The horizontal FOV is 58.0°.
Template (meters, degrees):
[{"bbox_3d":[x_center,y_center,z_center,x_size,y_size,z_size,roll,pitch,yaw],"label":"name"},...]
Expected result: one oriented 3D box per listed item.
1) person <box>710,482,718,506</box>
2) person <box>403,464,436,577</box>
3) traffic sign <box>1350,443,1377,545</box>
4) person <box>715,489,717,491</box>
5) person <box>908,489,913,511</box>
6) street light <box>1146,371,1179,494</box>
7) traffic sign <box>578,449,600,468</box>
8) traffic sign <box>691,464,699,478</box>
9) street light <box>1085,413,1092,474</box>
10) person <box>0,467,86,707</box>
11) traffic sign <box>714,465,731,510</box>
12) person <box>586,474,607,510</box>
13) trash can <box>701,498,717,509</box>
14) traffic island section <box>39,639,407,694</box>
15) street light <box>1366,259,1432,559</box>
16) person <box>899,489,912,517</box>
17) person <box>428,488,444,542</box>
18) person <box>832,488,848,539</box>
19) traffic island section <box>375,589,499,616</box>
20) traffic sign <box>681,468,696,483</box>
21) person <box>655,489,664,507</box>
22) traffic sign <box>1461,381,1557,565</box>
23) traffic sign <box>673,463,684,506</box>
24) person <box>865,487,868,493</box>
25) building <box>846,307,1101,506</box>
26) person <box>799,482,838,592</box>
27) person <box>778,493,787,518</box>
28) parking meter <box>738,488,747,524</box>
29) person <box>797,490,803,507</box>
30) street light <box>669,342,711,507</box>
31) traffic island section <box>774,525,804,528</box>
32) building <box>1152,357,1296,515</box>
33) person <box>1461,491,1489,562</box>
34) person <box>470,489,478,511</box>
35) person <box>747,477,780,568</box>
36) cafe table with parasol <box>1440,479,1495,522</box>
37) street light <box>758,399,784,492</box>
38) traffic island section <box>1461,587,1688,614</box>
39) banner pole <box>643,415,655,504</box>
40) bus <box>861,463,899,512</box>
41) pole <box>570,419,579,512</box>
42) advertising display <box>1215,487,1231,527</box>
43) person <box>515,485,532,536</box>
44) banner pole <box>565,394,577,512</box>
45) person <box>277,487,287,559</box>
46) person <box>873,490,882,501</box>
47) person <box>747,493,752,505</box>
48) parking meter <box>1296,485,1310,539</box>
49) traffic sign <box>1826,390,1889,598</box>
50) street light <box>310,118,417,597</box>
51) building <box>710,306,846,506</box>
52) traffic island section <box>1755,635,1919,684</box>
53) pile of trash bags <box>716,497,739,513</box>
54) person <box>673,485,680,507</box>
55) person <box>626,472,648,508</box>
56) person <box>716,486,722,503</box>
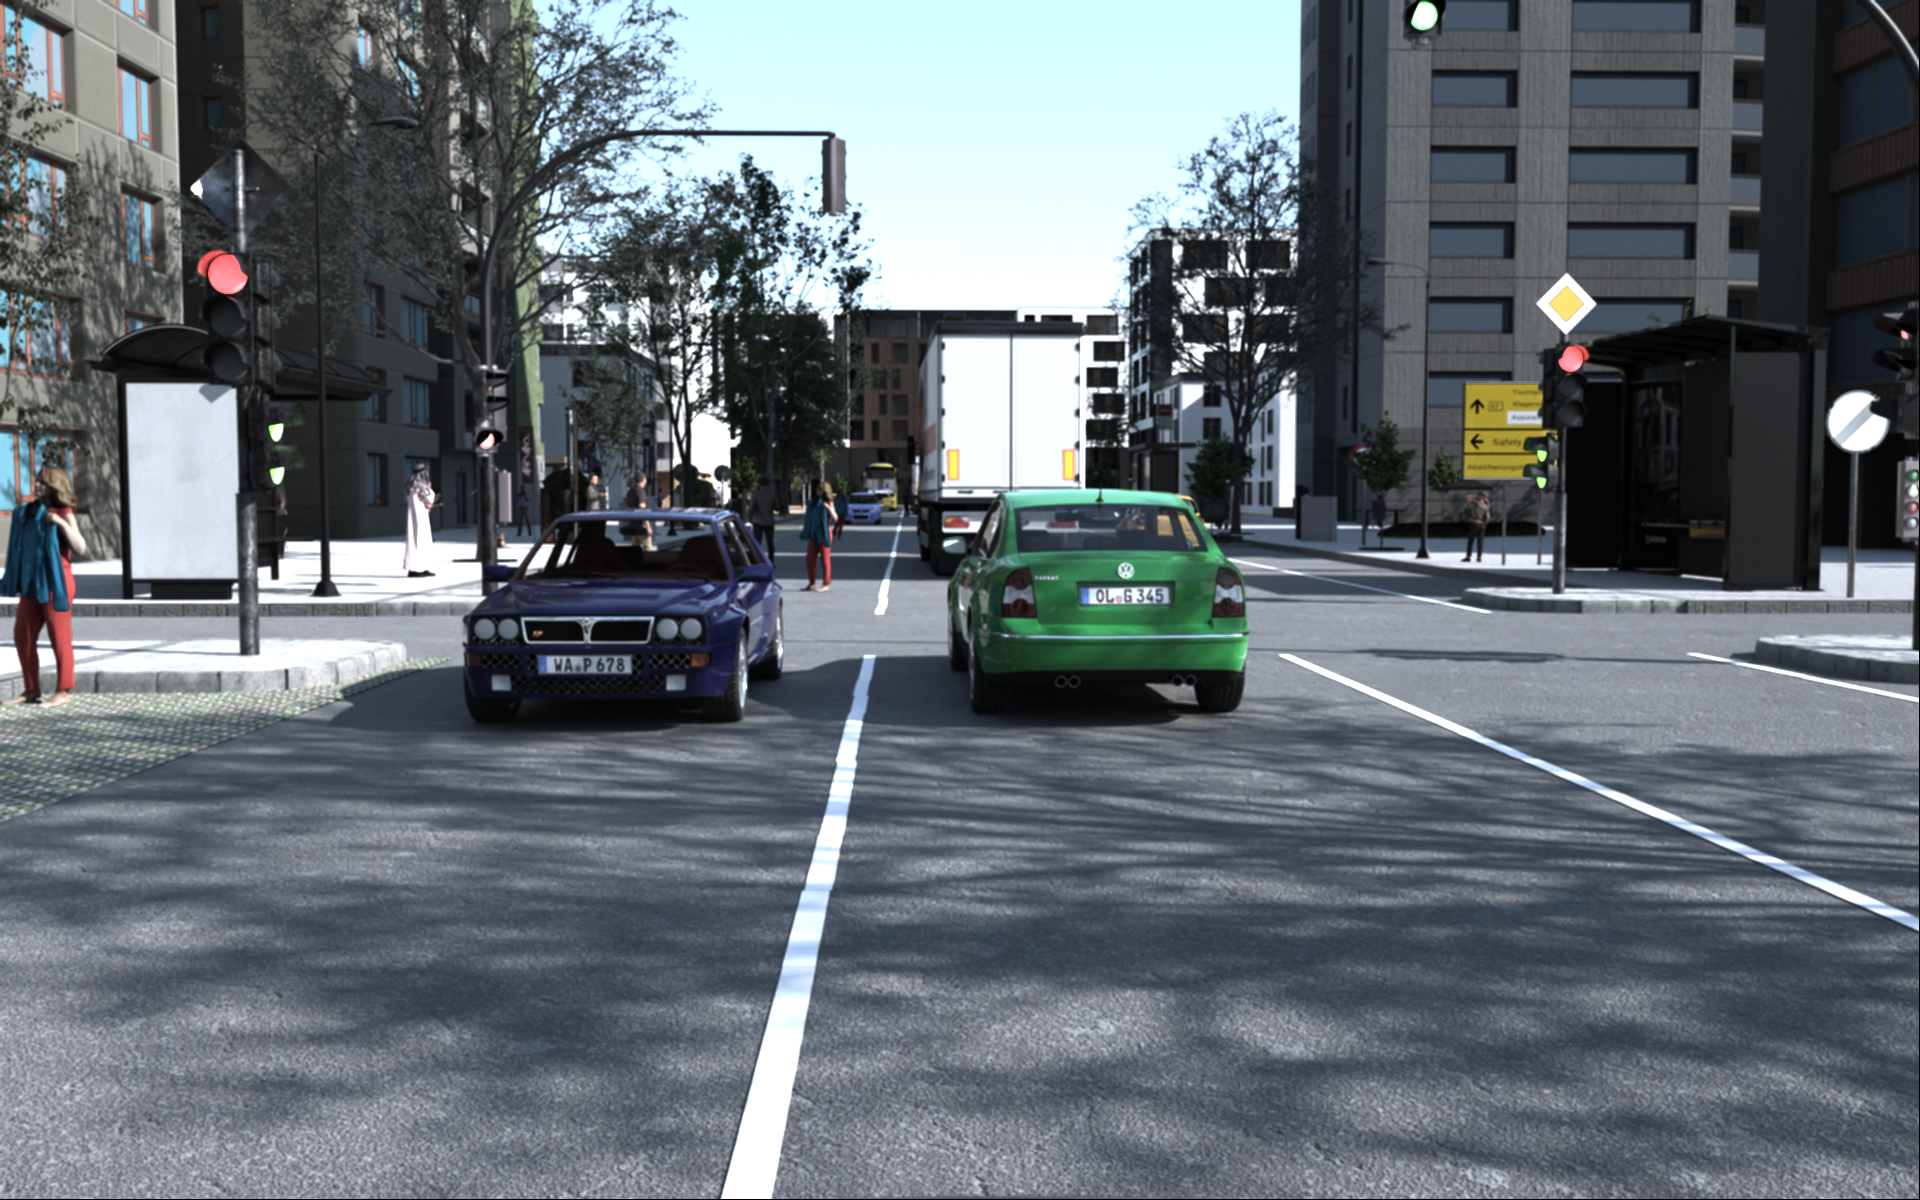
[{"bbox_3d":[-11.243,-4.426,78.539,0.598,1.807,0.434,2,4,35],"label":"person"},{"bbox_3d":[-8.298,-1.220,26.660,0.621,1.740,0.551,-3,5,-43],"label":"person"},{"bbox_3d":[10.075,-2.633,43.151,0.768,2.556,0.104,0,4,2],"label":"traffic sign"},{"bbox_3d":[-21.041,-8.708,149.353,0.436,1.711,0.756,1,4,23],"label":"person"},{"bbox_3d":[-4.043,-8.288,144.022,0.705,1.823,1.348,1,4,14],"label":"person"},{"bbox_3d":[7.742,-5.702,65.771,1.470,5.913,1.316,0,4,-2],"label":"street light"},{"bbox_3d":[-10.866,-3.093,50.306,0.795,2.593,0.064,0,4,3],"label":"traffic sign"},{"bbox_3d":[-11.442,-4.486,73.455,0.768,2.556,0.104,0,4,0],"label":"traffic sign"},{"bbox_3d":[6.824,-7.622,97.165,1.470,5.913,1.316,0,4,-2],"label":"street light"},{"bbox_3d":[-6.155,-0.086,11.604,0.444,1.614,0.593,-3,5,-44],"label":"person"},{"bbox_3d":[-10.348,-4.612,75.507,0.768,2.556,0.104,0,4,3],"label":"traffic sign"},{"bbox_3d":[-8.446,-2.076,40.516,0.750,1.759,0.617,1,4,21],"label":"person"},{"bbox_3d":[-10.353,-3.657,71.443,0.748,1.137,0.748,0,3,0],"label":"trash can"},{"bbox_3d":[-5.689,0.517,13.833,2.009,0.180,2.903,0,4,-2],"label":"traffic island section"},{"bbox_3d":[8.708,-3.782,34.378,1.470,5.913,1.316,0,4,-2],"label":"street light"},{"bbox_3d":[-3.446,-6.166,110.026,0.721,1.735,1.217,-3,5,-42],"label":"person"},{"bbox_3d":[-14.040,-2.238,45.828,0.799,1.438,0.628,-1,4,-10],"label":"person"},{"bbox_3d":[-3.831,-2.749,55.152,0.593,1.614,0.444,-1,4,-15],"label":"person"},{"bbox_3d":[-5.934,0.029,21.814,2.009,0.180,2.903,0,4,-2],"label":"traffic island section"},{"bbox_3d":[-10.469,-3.958,66.837,0.606,2.300,0.079,0,4,1],"label":"traffic sign"},{"bbox_3d":[-16.736,-5.414,96.523,0.435,1.587,0.963,1,4,16],"label":"person"},{"bbox_3d":[10.159,-2.285,31.231,2.265,3.308,0.079,0,4,0],"label":"traffic sign"},{"bbox_3d":[-11.521,-4.379,71.699,0.768,2.556,0.104,0,4,2],"label":"traffic sign"},{"bbox_3d":[-5.509,-5.731,102.210,1.348,1.824,0.705,-1,4,-22],"label":"person"},{"bbox_3d":[3.764,-21.938,202.654,32.646,21.610,27.936,0,4,-2],"label":"building"},{"bbox_3d":[-2.083,-0.932,25.445,0.444,1.614,0.593,-2,4,-25],"label":"person"},{"bbox_3d":[-9.727,-5.179,94.636,0.435,1.345,0.340,-3,4,-37],"label":"person"},{"bbox_3d":[-9.423,-4.079,75.106,0.372,1.533,0.369,0,3,0],"label":"parking meter"},{"bbox_3d":[-16.133,-10.291,176.386,0.705,1.869,1.348,-3,5,-41],"label":"person"},{"bbox_3d":[-8.304,-4.923,53.033,1.470,5.913,1.316,0,4,-2],"label":"street light"},{"bbox_3d":[-7.213,-3.132,74.074,1.991,0.108,1.994,0,4,-2],"label":"traffic island section"},{"bbox_3d":[19.653,-10.818,119.026,9.099,9.664,28.070,0,4,-2],"label":"building"},{"bbox_3d":[9.765,-1.398,32.817,0.435,1.345,0.340,-1,4,-10],"label":"person"},{"bbox_3d":[-15.702,-3.078,57.089,0.841,1.734,0.376,-1,4,-13],"label":"person"},{"bbox_3d":[-3.781,-1.489,33.374,0.617,1.759,0.750,0,4,-5],"label":"person"},{"bbox_3d":[19.108,-3.690,65.200,2.610,1.966,2.610,-1,4,-15],"label":"cafe table with parasol"},{"bbox_3d":[-9.249,-6.843,84.427,1.470,5.913,1.316,0,4,-2],"label":"street light"},{"bbox_3d":[7.702,0.003,22.226,2.009,0.180,2.903,0,4,-2],"label":"traffic island section"},{"bbox_3d":[-9.741,-3.939,54.425,0.401,3.779,0.863,1,4,22],"label":"banner pole"},{"bbox_3d":[-6.374,-9.149,141.127,2.896,3.916,12.252,0,4,-1],"label":"bus"},{"bbox_3d":[-10.427,-3.241,46.829,0.158,3.312,0.155,0,3,0],"label":"pole"},{"bbox_3d":[10.201,-3.866,68.415,0.974,1.923,0.123,0,4,0],"label":"advertising display"},{"bbox_3d":[-13.354,-2.748,53.036,0.516,1.574,0.319,0,4,6],"label":"person"},{"bbox_3d":[-9.631,-3.247,43.099,0.401,3.779,0.863,0,4,-3],"label":"banner pole"},{"bbox_3d":[-13.671,-1.684,34.099,0.750,1.759,0.617,-2,4,-29],"label":"person"},{"bbox_3d":[-6.452,-7.358,129.317,1.217,1.766,0.721,-1,4,-13],"label":"person"},{"bbox_3d":[-16.797,-8.029,137.854,0.617,1.759,0.750,2,4,24],"label":"person"},{"bbox_3d":[9.754,-2.501,49.309,0.372,1.533,0.369,0,3,0],"label":"parking meter"},{"bbox_3d":[11.038,-1.302,21.395,0.768,2.556,0.104,0,4,0],"label":"traffic sign"},{"bbox_3d":[-7.399,-2.996,21.526,1.470,5.913,1.316,0,4,-2],"label":"street light"},{"bbox_3d":[-28.889,-21.922,202.394,32.646,21.610,27.936,0,4,-2],"label":"building"},{"bbox_3d":[7.946,0.492,14.244,2.009,0.180,2.903,0,4,-2],"label":"traffic island section"},{"bbox_3d":[-11.412,-4.403,81.743,1.912,1.369,3.447,-1,4,-22],"label":"pile of trash bags"},{"bbox_3d":[-14.487,-5.036,89.054,0.551,1.740,0.621,-1,4,-16],"label":"person"},{"bbox_3d":[-5.305,-1.238,28.875,0.434,1.807,0.598,-2,4,-26],"label":"person"},{"bbox_3d":[-16.928,-7.088,121.798,0.709,1.838,0.599,0,4,6],"label":"person"}]
